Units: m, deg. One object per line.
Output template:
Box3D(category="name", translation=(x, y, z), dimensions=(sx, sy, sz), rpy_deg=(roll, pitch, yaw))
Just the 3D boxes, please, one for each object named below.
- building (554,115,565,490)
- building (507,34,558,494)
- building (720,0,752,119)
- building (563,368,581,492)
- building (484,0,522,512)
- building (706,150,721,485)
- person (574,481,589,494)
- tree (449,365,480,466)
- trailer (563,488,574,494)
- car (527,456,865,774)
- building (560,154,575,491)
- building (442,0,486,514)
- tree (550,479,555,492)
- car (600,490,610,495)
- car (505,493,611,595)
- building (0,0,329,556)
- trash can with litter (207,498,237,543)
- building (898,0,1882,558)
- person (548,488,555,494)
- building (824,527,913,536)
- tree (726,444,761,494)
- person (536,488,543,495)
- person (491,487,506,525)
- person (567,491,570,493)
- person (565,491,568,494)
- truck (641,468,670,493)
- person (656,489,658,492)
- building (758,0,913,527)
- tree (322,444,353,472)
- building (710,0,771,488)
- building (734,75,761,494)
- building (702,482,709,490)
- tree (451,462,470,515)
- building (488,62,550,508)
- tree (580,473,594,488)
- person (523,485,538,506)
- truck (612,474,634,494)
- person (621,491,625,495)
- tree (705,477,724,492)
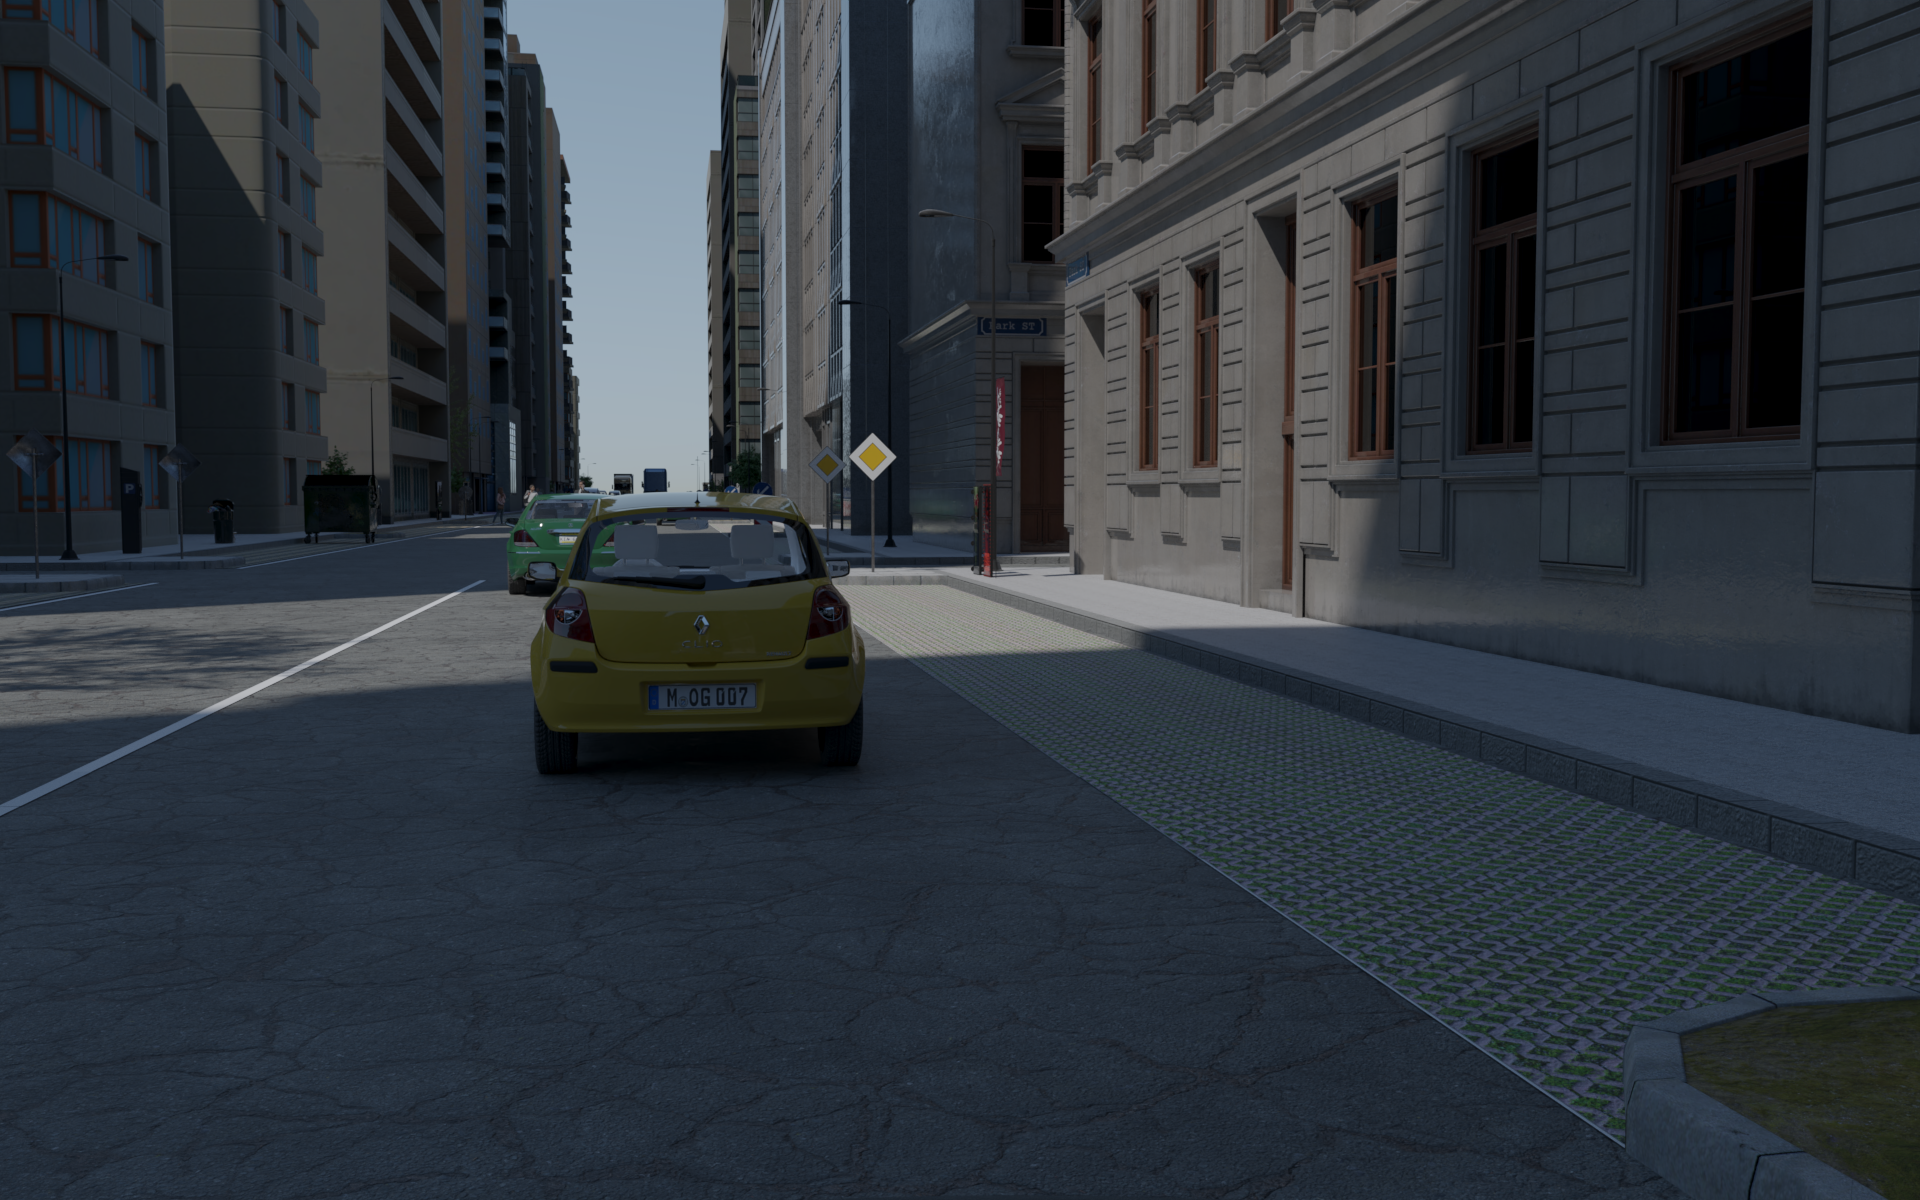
Box3D(category="building", translation=(-52.397, -33.371, 195.719), dimensions=(14.600, 45.320, 14.200), rpy_deg=(-1, 4, -10))
Box3D(category="building", translation=(-48.545, -31.954, 172.556), dimensions=(14.600, 45.320, 14.200), rpy_deg=(-1, 4, -10))
Box3D(category="building", translation=(-11.209, -32.934, 162.170), dimensions=(21.300, 48.544, 21.600), rpy_deg=(-1, 4, -10))
Box3D(category="building", translation=(-68.504, -24.448, 244.756), dimensions=(27.650, 21.520, 28.899), rpy_deg=(-1, 4, -10))
Box3D(category="building", translation=(-45.778, -50.272, 134.625), dimensions=(22.319, 86.520, 31.000), rpy_deg=(-1, 4, -10))
Box3D(category="building", translation=(-23.055, -37.317, 233.835), dimensions=(21.300, 48.544, 21.600), rpy_deg=(-1, 4, -10))
Box3D(category="person", translation=(-13.546, -3.300, 61.813), dimensions=(0.648, 1.900, 0.474), rpy_deg=(-1, 4, -18))
Box3D(category="tree", translation=(-29.127, -8.951, 96.719), dimensions=(4.737, 8.622, 4.395), rpy_deg=(0, 3, 0))
Box3D(category="trailer", translation=(-37.528, -9.727, 166.084), dimensions=(1.471, 1.999, 3.904), rpy_deg=(-1, 4, -10))
Box3D(category="car", translation=(-1.601, -0.011, 10.400), dimensions=(2.015, 1.641, 3.980), rpy_deg=(-1, 4, -10))
Box3D(category="building", translation=(-59.981, -34.350, 216.251), dimensions=(22.147, 44.769, 28.867), rpy_deg=(-1, 4, -10))
Box3D(category="building", translation=(-38.963, -28.366, 113.901), dimensions=(14.600, 45.320, 14.200), rpy_deg=(-1, 4, -10))
Box3D(category="tree", translation=(-43.624, -11.536, 183.214), dimensions=(1.663, 3.219, 1.824), rpy_deg=(0, 3, 0))
Box3D(category="car", translation=(-34.870, -9.688, 167.065), dimensions=(2.281, 1.827, 5.304), rpy_deg=(-1, 4, -11))
Box3D(category="car", translation=(-5.835, -0.884, 26.253), dimensions=(2.131, 1.459, 4.920), rpy_deg=(-1, 4, -11))
Box3D(category="building", translation=(-34.607, -12.361, 47.146), dimensions=(27.650, 21.520, 28.899), rpy_deg=(-1, 4, -10))
Box3D(category="trash can with litter", translation=(-19.208, -2.063, 45.116), dimensions=(0.624, 1.170, 1.055), rpy_deg=(-1, 4, -16))
Box3D(category="building", translation=(9.156, -12.634, 42.720), dimensions=(21.152, 22.565, 11.583), rpy_deg=(-1, 4, -10))
Box3D(category="person", translation=(-26.747, -6.422, 113.581), dimensions=(1.350, 1.814, 0.705), rpy_deg=(1, 4, 9))
Box3D(category="building", translation=(0.894, -15.003, 63.329), dimensions=(12.078, 24.808, 19.932), rpy_deg=(-1, 4, -10))
Box3D(category="tree", translation=(-13.580, -7.936, 113.462), dimensions=(4.285, 4.588, 4.351), rpy_deg=(0, 3, 0))
Box3D(category="person", translation=(-24.624, -5.659, 101.123), dimensions=(0.635, 1.810, 0.391), rpy_deg=(2, 4, 24))
Box3D(category="person", translation=(-21.052, -4.280, 79.063), dimensions=(0.643, 1.750, 0.593), rpy_deg=(0, 3, 0))
Box3D(category="person", translation=(-33.711, -8.589, 149.718), dimensions=(1.217, 1.735, 0.721), rpy_deg=(3, 4, 36))
Box3D(category="person", translation=(-33.467, -8.441, 147.316), dimensions=(0.445, 1.727, 0.742), rpy_deg=(0, 4, -3))
Box3D(category="truck", translation=(-30.720, -11.300, 174.509), dimensions=(2.967, 4.110, 18.799), rpy_deg=(-1, 4, -10))
Box3D(category="person", translation=(-25.237, -8.311, 144.345), dimensions=(1.348, 1.831, 0.705), rpy_deg=(-1, 4, -20))
Box3D(category="building", translation=(-3.111, -16.257, 83.825), dimensions=(12.078, 24.808, 19.932), rpy_deg=(-1, 4, -10))
Box3D(category="tree", translation=(-24.539, -4.481, 67.867), dimensions=(1.663, 3.219, 1.824), rpy_deg=(0, 3, 0))
Box3D(category="building", translation=(-20.258, -47.339, 212.250), dimensions=(20.563, 71.187, 20.611), rpy_deg=(-1, 4, -10))
Box3D(category="building", translation=(-9.112, -21.552, 124.084), dimensions=(14.160, 30.474, 14.107), rpy_deg=(-1, 4, -10))
Box3D(category="building", translation=(-22.289, -34.652, 258.440), dimensions=(32.217, 40.220, 23.993), rpy_deg=(-1, 4, -10))
Box3D(category="tree", translation=(-31.057, -6.834, 106.342), dimensions=(1.663, 3.219, 1.824), rpy_deg=(0, 3, 0))
Box3D(category="building", translation=(-45.564, -29.069, 158.867), dimensions=(14.154, 41.232, 14.086), rpy_deg=(-1, 4, -10))
Box3D(category="tree", translation=(-57.549, -17.172, 264.471), dimensions=(4.285, 4.588, 4.351), rpy_deg=(0, 3, 0))
Box3D(category="person", translation=(-18.911, -4.143, 76.334), dimensions=(0.679, 1.850, 0.850), rpy_deg=(-1, 4, -11))
Box3D(category="truck", translation=(-46.474, -15.310, 239.231), dimensions=(2.839, 4.237, 11.283), rpy_deg=(-1, 4, -9))
Box3D(category="person", translation=(-40.295, -12.174, 207.635), dimensions=(1.350, 1.814, 0.705), rpy_deg=(-3, 5, -44))
Box3D(category="tree", translation=(-28.462, -12.556, 199.891), dimensions=(1.663, 3.219, 1.824), rpy_deg=(0, 3, 0))
